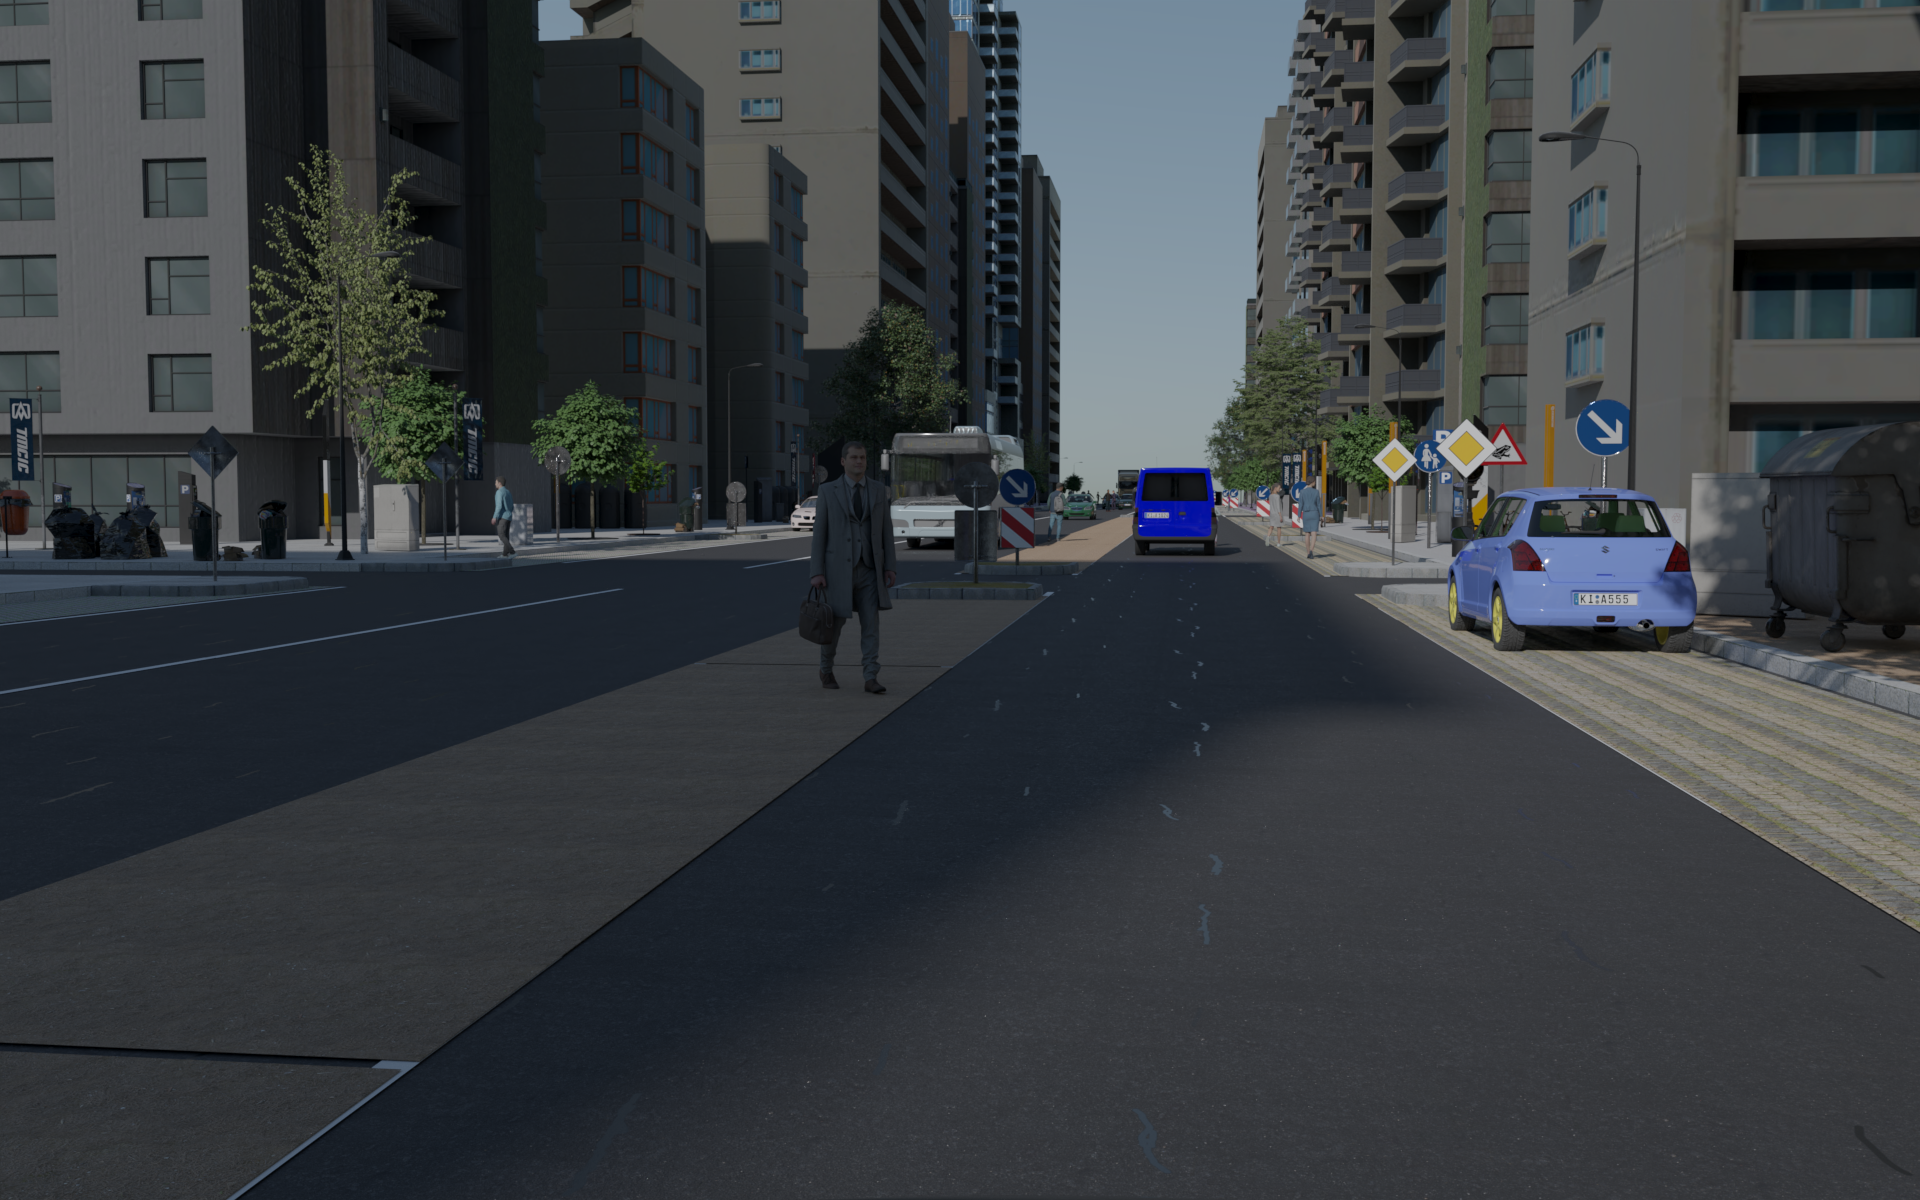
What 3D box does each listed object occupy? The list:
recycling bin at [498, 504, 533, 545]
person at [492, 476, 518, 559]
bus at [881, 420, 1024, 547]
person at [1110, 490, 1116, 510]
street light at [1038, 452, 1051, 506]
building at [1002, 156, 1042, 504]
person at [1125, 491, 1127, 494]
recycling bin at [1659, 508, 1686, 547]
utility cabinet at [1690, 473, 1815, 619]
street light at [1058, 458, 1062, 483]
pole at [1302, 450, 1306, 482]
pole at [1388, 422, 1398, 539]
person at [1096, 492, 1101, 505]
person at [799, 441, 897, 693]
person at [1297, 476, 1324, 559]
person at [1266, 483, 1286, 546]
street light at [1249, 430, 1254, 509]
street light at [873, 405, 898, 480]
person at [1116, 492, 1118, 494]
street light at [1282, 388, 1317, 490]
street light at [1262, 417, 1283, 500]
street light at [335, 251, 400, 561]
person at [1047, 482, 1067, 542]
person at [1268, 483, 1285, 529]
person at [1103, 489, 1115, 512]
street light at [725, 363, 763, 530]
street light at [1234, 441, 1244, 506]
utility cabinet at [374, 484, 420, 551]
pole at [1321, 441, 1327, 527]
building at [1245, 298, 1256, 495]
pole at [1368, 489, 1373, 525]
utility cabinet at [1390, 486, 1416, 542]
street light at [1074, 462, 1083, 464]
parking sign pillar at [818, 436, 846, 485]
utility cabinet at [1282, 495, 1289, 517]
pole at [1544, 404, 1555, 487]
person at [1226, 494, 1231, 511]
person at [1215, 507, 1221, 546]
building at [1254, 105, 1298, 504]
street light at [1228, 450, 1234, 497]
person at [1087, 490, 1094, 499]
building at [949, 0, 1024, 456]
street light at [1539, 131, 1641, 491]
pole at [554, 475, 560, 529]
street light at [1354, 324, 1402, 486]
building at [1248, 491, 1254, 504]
[{"bbox_3d":[-11.205,-1.904,43.679,0.722,1.027,0.722,0,4,0],"label":"recycling bin"},{"bbox_3d":[-9.916,-1.792,37.816,0.620,1.820,0.660,0,4,8],"label":"person"},{"bbox_3d":[0.096,-3.324,49.204,2.948,3.499,13.247,0,4,6],"label":"bus"},{"bbox_3d":[13.533,-8.857,153.754,0.568,1.767,0.683,2,4,25],"label":"person"},{"bbox_3d":[9.329,-13.405,191.712,1.470,5.913,1.316,0,4,7],"label":"street light"},{"bbox_3d":[3.537,-35.614,232.392,14.600,45.320,14.200,0,4,7],"label":"building"},{"bbox_3d":[17.526,-10.591,182.215,0.434,1.755,0.990,-1,4,-10],"label":"person"},{"bbox_3d":[12.280,-1.094,30.448,0.722,1.027,0.722,0,4,4],"label":"recycling bin"},{"bbox_3d":[8.254,-0.572,18.026,1.173,1.500,0.318,3,5,43],"label":"utility cabinet"},{"bbox_3d":[13.033,-15.152,220.280,1.470,5.913,1.316,0,4,7],"label":"street light"},{"bbox_3d":[15.999,-5.302,80.523,0.158,3.312,0.155,0,3,0],"label":"pole"},{"bbox_3d":[12.300,-3.387,49.215,0.158,3.312,0.155,0,3,0],"label":"pole"},{"bbox_3d":[18.235,-13.375,227.703,0.721,1.766,1.217,2,4,33],"label":"person"},{"bbox_3d":[-0.784,-0.239,12.510,0.694,1.812,0.767,-1,4,-21],"label":"person"},{"bbox_3d":[7.662,-1.801,37.972,0.581,1.822,0.654,2,4,25],"label":"person"},{"bbox_3d":[8.563,-2.310,47.022,0.466,1.731,0.760,2,4,33],"label":"person"},{"bbox_3d":[21.483,-9.261,123.961,1.470,5.913,1.316,0,4,7],"label":"street light"},{"bbox_3d":[-3.932,-7.194,90.168,1.470,5.913,1.316,0,4,7],"label":"street light"},{"bbox_3d":[20.971,-13.519,230.050,0.721,1.766,1.217,0,4,0],"label":"person"},{"bbox_3d":[15.066,-6.329,76.019,1.470,5.913,1.316,0,4,7],"label":"street light"},{"bbox_3d":[18.971,-8.094,104.885,1.470,5.913,1.316,0,4,7],"label":"street light"},{"bbox_3d":[-11.400,-3.720,33.357,1.470,5.913,1.316,0,4,7],"label":"street light"},{"bbox_3d":[2.908,-2.634,51.912,0.623,1.781,0.721,1,4,14],"label":"person"},{"bbox_3d":[13.048,-3.877,71.244,0.474,1.900,0.648,-3,5,-42],"label":"person"},{"bbox_3d":[12.144,-8.148,141.735,1.348,1.821,0.705,-3,4,-36],"label":"person"},{"bbox_3d":[-7.686,-5.457,61.765,1.470,5.913,1.316,0,4,7],"label":"street light"},{"bbox_3d":[25.200,-11.024,152.788,1.470,5.913,1.316,0,4,7],"label":"street light"},{"bbox_3d":[-12.705,-1.856,39.022,1.173,1.500,0.318,2,4,33],"label":"utility cabinet"},{"bbox_3d":[13.987,-4.450,66.600,0.158,3.312,0.155,0,3,0],"label":"pole"},{"bbox_3d":[48.845,-29.505,254.113,14.160,30.474,14.107,0,4,7],"label":"building"},{"bbox_3d":[17.288,-4.831,72.836,0.158,3.312,0.155,0,3,0],"label":"pole"},{"bbox_3d":[11.719,-2.272,45.822,0.318,1.500,1.173,2,4,32],"label":"utility cabinet"},{"bbox_3d":[16.987,-16.960,249.838,1.470,5.913,1.316,0,4,7],"label":"street light"},{"bbox_3d":[-5.909,-5.611,80.218,1.447,3.967,1.447,1,4,13],"label":"parking sign pillar"},{"bbox_3d":[18.676,-5.356,98.726,0.306,1.237,1.020,-1,4,-8],"label":"utility cabinet"},{"bbox_3d":[13.409,-2.789,39.445,0.158,3.312,0.155,0,3,0],"label":"pole"},{"bbox_3d":[21.761,-7.820,139.586,0.991,1.433,0.599,-3,5,-42],"label":"person"},{"bbox_3d":[6.951,-2.128,47.569,0.425,1.301,0.394,0,4,7],"label":"person"},{"bbox_3d":[47.393,-35.959,211.625,21.300,48.544,21.600,0,4,7],"label":"building"},{"bbox_3d":[28.869,-12.762,181.202,1.470,5.913,1.316,0,4,7],"label":"street light"},{"bbox_3d":[12.358,-9.671,166.759,1.348,1.807,0.705,-1,4,-19],"label":"person"},{"bbox_3d":[-2.894,-54.835,209.224,22.319,86.520,31.000,0,4,7],"label":"building"},{"bbox_3d":[8.112,-3.043,22.287,1.470,5.913,1.316,0,4,7],"label":"street light"},{"bbox_3d":[-14.777,-4.259,63.480,0.158,3.312,0.155,0,3,0],"label":"pole"},{"bbox_3d":[11.459,-4.577,47.382,1.470,5.913,1.316,0,4,7],"label":"street light"},{"bbox_3d":[55.582,-33.143,233.761,32.217,40.220,23.993,0,4,7],"label":"building"}]
